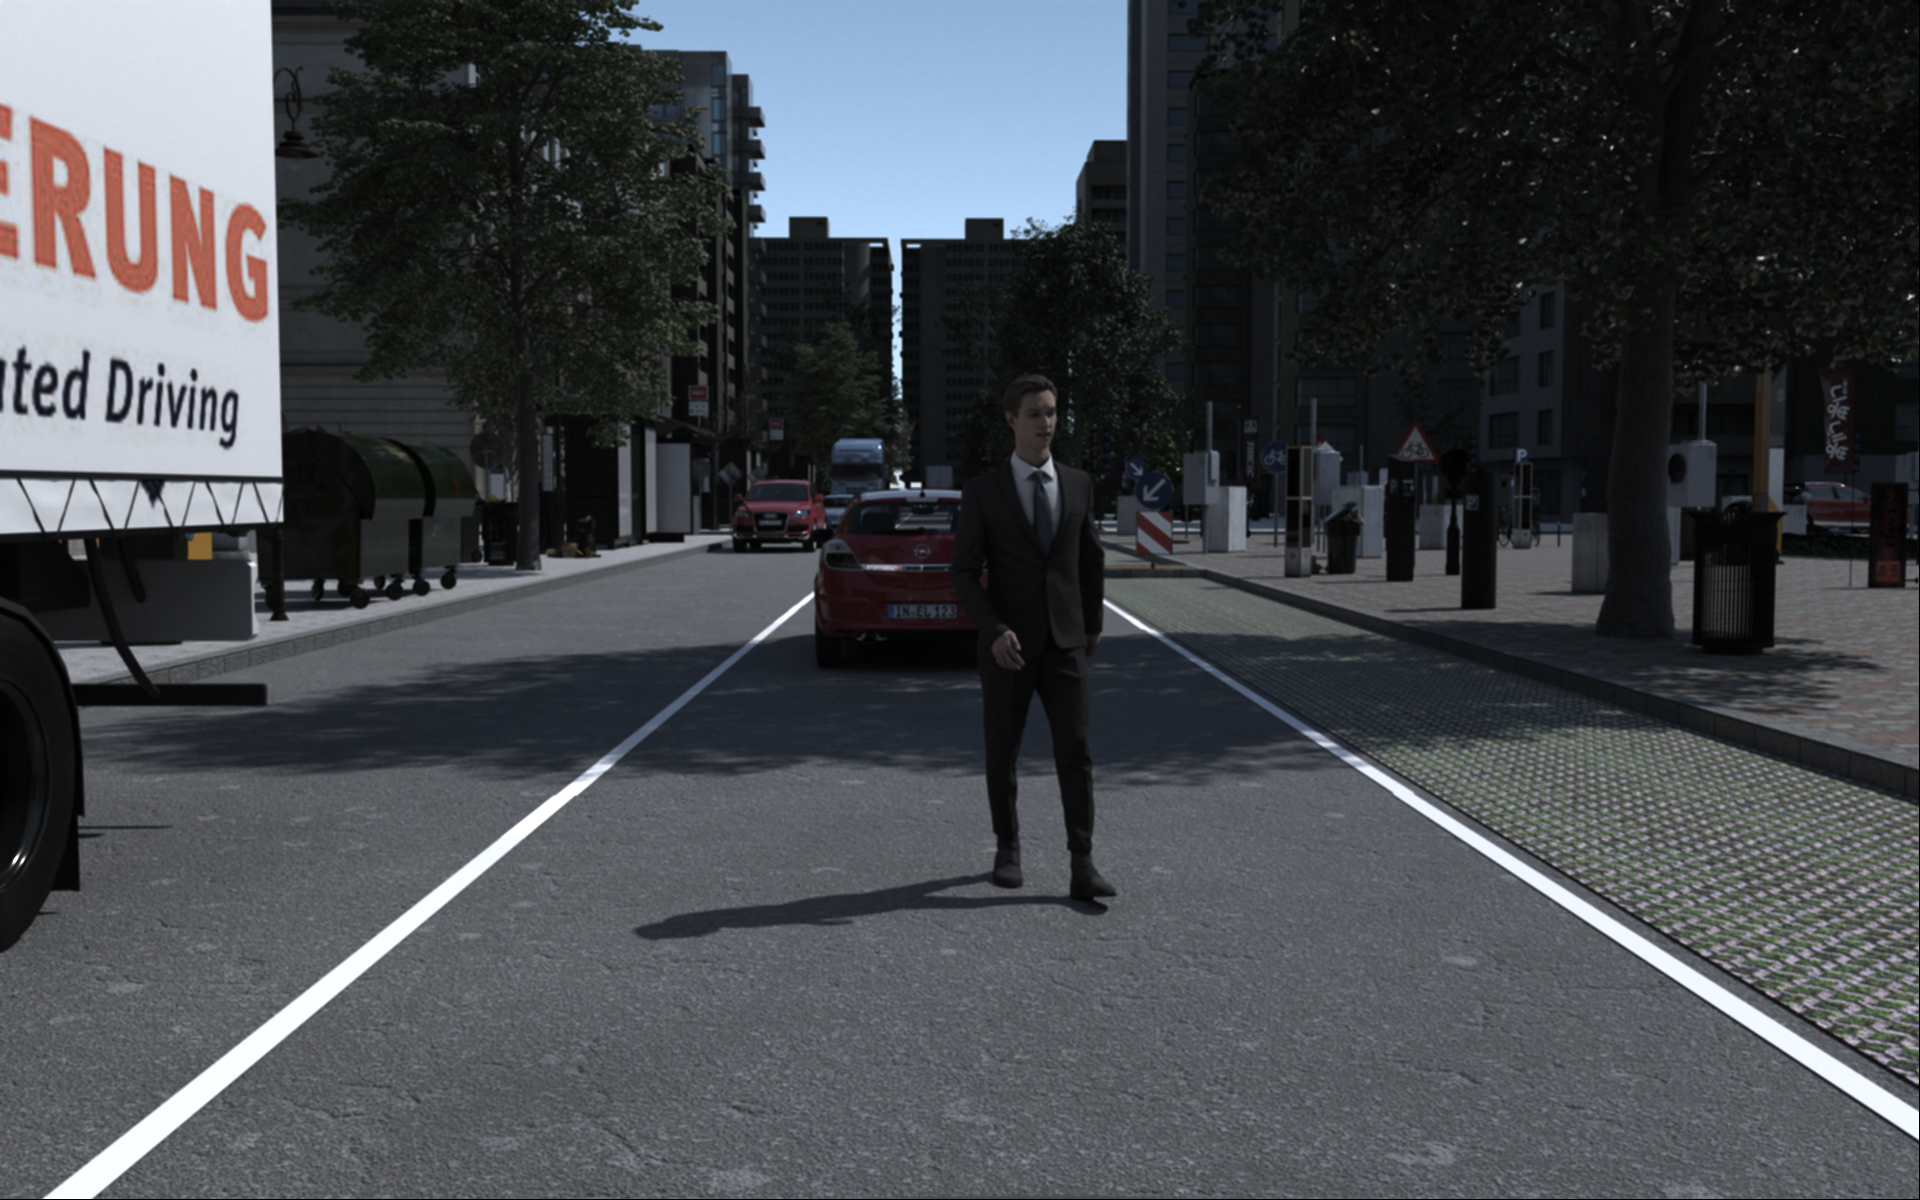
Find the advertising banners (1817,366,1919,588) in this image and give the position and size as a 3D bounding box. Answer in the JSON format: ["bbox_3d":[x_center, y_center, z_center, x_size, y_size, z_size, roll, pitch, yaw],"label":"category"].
[{"bbox_3d":[12.736,-1.680,23.656,2.074,3.025,0.090,0,4,4],"label":"advertising banners"}]

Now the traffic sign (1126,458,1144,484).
[{"bbox_3d":[6.280,-3.765,61.656,0.768,2.556,0.104,0,4,7],"label":"traffic sign"}]

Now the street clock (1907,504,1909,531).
[{"bbox_3d":[33.161,-3.425,60.567,0.471,2.002,0.358,-1,4,-15],"label":"street clock"}]

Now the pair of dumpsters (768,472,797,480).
[{"bbox_3d":[-7.820,-4.517,76.340,1.574,2.255,4.437,0,4,-1],"label":"pair of dumpsters"}]

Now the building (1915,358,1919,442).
[{"bbox_3d":[60.933,-30.410,86.437,27.495,52.752,28.713,0,4,-1],"label":"building"}]

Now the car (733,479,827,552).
[{"bbox_3d":[-4.569,-2.182,44.353,2.281,1.827,5.304,0,3,0],"label":"car"}]

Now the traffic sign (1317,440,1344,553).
[{"bbox_3d":[7.877,-2.216,37.419,0.795,2.450,0.064,0,4,2],"label":"traffic sign"}]

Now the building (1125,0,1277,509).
[{"bbox_3d":[25.730,-37.658,157.702,21.231,58.520,28.212,0,4,-1],"label":"building"}]

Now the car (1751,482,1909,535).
[{"bbox_3d":[28.896,-2.993,57.611,5.304,1.827,2.281,0,4,-2],"label":"car"}]

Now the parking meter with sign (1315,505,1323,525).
[{"bbox_3d":[14.627,-4.678,72.738,0.543,3.016,1.738,-1,4,-11],"label":"parking meter with sign"}]

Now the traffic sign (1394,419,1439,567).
[{"bbox_3d":[7.928,-1.848,30.223,0.884,2.594,0.081,1,4,8],"label":"traffic sign"}]

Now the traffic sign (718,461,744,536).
[{"bbox_3d":[-6.998,-3.012,52.882,0.795,2.450,0.064,0,4,-1],"label":"traffic sign"}]

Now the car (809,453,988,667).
[{"bbox_3d":[-0.337,-0.416,15.842,2.155,1.783,4.494,0,4,-1],"label":"car"}]

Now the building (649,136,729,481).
[{"bbox_3d":[-27.300,-22.686,142.624,14.160,30.474,14.107,0,4,-1],"label":"building"}]

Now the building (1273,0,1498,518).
[{"bbox_3d":[25.125,-25.412,99.073,14.154,41.232,14.086,0,4,-1],"label":"building"}]

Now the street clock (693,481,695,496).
[{"bbox_3d":[-14.711,-5.576,95.733,0.358,2.002,0.471,-1,4,-17],"label":"street clock"}]

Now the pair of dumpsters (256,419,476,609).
[{"bbox_3d":[-7.260,-1.146,21.228,1.574,2.255,4.437,0,4,-1],"label":"pair of dumpsters"}]

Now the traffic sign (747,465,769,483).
[{"bbox_3d":[-7.107,-3.500,60.866,0.795,2.450,0.064,0,4,-1],"label":"traffic sign"}]

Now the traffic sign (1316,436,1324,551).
[{"bbox_3d":[8.015,-2.365,38.665,0.884,2.594,0.081,0,4,7],"label":"traffic sign"}]

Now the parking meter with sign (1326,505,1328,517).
[{"bbox_3d":[19.053,-5.795,91.008,0.543,3.016,1.738,0,4,-4],"label":"parking meter with sign"}]

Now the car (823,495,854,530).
[{"bbox_3d":[-4.264,-3.058,61.996,2.014,1.417,4.499,0,4,-2],"label":"car"}]

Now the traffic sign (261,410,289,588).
[{"bbox_3d":[-9.547,-1.442,23.682,0.768,2.556,0.104,0,4,5],"label":"traffic sign"}]

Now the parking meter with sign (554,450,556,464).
[{"bbox_3d":[-16.623,-4.420,68.520,0.543,3.016,1.738,-3,5,-42],"label":"parking meter with sign"}]

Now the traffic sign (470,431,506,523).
[{"bbox_3d":[-9.600,-2.145,35.182,0.768,2.556,0.104,1,4,9],"label":"traffic sign"}]

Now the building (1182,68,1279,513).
[{"bbox_3d":[22.500,-21.390,121.423,14.160,30.474,14.107,0,4,-1],"label":"building"}]

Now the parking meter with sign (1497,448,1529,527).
[{"bbox_3d":[21.238,-4.319,66.873,0.543,3.016,1.738,-1,4,-11],"label":"parking meter with sign"}]

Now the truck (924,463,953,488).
[{"bbox_3d":[-1.991,-10.621,162.574,2.839,4.237,11.283,0,4,-1],"label":"truck"}]

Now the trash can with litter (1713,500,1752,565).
[{"bbox_3d":[13.901,-1.220,31.328,0.624,1.170,1.055,0,4,-3],"label":"trash can with litter"}]

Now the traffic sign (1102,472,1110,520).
[{"bbox_3d":[7.205,-5.323,87.133,0.768,2.556,0.104,0,4,8],"label":"traffic sign"}]

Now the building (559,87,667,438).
[{"bbox_3d":[-26.374,-17.904,110.747,12.078,24.808,19.932,0,4,-1],"label":"building"}]

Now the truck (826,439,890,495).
[{"bbox_3d":[-4.714,-6.133,90.031,2.967,4.110,18.799,0,4,1],"label":"truck"}]

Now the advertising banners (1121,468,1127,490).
[{"bbox_3d":[10.094,-7.207,114.029,2.074,3.025,0.090,-1,4,-10],"label":"advertising banners"}]

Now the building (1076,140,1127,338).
[{"bbox_3d":[26.864,-37.707,240.211,21.600,48.544,21.300,0,4,-1],"label":"building"}]

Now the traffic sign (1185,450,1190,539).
[{"bbox_3d":[6.501,-3.036,49.650,0.884,2.594,0.081,0,4,7],"label":"traffic sign"}]

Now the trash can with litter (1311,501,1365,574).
[{"bbox_3d":[5.919,-1.007,27.852,1.055,1.170,0.624,0,4,-3],"label":"trash can with litter"}]

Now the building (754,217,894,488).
[{"bbox_3d":[-21.422,-33.867,245.610,23.993,40.220,32.217,0,4,-1],"label":"building"}]

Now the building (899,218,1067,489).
[{"bbox_3d":[3.410,-33.943,246.846,23.993,40.220,32.217,0,4,-1],"label":"building"}]

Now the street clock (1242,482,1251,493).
[{"bbox_3d":[13.382,-4.666,80.857,0.358,2.002,0.471,-1,4,-18],"label":"street clock"}]

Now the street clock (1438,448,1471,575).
[{"bbox_3d":[7.807,-1.395,27.384,0.471,2.002,0.358,0,4,3],"label":"street clock"}]

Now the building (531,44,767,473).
[{"bbox_3d":[-36.740,-34.756,187.874,30.456,49.044,23.786,0,4,-1],"label":"building"}]

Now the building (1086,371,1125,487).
[{"bbox_3d":[28.113,-20.938,187.368,27.650,21.520,28.899,0,4,-1],"label":"building"}]

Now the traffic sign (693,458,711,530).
[{"bbox_3d":[-9.223,-3.753,61.473,0.768,2.556,0.104,0,4,4],"label":"traffic sign"}]

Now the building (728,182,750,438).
[{"bbox_3d":[-26.860,-23.548,156.713,14.160,30.474,14.107,0,4,-1],"label":"building"}]

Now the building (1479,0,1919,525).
[{"bbox_3d":[32.268,-18.667,76.910,14.107,30.474,14.160,0,4,-1],"label":"building"}]

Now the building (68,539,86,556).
[{"bbox_3d":[-26.813,-11.095,36.154,16.860,20.320,10.420,0,4,-1],"label":"building"}]

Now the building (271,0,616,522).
[{"bbox_3d":[-27.623,-15.439,85.717,16.112,22.955,30.059,0,4,-1],"label":"building"}]

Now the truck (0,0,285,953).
[{"bbox_3d":[-4.076,-0.796,1.936,2.839,4.237,11.283,0,4,-1],"label":"truck"}]

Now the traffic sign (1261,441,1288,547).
[{"bbox_3d":[7.637,-2.551,41.821,0.768,2.556,0.104,0,4,5],"label":"traffic sign"}]

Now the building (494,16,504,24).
[{"bbox_3d":[-73.295,-48.941,238.434,20.611,71.187,20.563,0,4,-1],"label":"building"}]

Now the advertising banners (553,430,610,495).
[{"bbox_3d":[-10.104,-3.096,46.807,2.074,3.025,0.090,1,4,21],"label":"advertising banners"}]
